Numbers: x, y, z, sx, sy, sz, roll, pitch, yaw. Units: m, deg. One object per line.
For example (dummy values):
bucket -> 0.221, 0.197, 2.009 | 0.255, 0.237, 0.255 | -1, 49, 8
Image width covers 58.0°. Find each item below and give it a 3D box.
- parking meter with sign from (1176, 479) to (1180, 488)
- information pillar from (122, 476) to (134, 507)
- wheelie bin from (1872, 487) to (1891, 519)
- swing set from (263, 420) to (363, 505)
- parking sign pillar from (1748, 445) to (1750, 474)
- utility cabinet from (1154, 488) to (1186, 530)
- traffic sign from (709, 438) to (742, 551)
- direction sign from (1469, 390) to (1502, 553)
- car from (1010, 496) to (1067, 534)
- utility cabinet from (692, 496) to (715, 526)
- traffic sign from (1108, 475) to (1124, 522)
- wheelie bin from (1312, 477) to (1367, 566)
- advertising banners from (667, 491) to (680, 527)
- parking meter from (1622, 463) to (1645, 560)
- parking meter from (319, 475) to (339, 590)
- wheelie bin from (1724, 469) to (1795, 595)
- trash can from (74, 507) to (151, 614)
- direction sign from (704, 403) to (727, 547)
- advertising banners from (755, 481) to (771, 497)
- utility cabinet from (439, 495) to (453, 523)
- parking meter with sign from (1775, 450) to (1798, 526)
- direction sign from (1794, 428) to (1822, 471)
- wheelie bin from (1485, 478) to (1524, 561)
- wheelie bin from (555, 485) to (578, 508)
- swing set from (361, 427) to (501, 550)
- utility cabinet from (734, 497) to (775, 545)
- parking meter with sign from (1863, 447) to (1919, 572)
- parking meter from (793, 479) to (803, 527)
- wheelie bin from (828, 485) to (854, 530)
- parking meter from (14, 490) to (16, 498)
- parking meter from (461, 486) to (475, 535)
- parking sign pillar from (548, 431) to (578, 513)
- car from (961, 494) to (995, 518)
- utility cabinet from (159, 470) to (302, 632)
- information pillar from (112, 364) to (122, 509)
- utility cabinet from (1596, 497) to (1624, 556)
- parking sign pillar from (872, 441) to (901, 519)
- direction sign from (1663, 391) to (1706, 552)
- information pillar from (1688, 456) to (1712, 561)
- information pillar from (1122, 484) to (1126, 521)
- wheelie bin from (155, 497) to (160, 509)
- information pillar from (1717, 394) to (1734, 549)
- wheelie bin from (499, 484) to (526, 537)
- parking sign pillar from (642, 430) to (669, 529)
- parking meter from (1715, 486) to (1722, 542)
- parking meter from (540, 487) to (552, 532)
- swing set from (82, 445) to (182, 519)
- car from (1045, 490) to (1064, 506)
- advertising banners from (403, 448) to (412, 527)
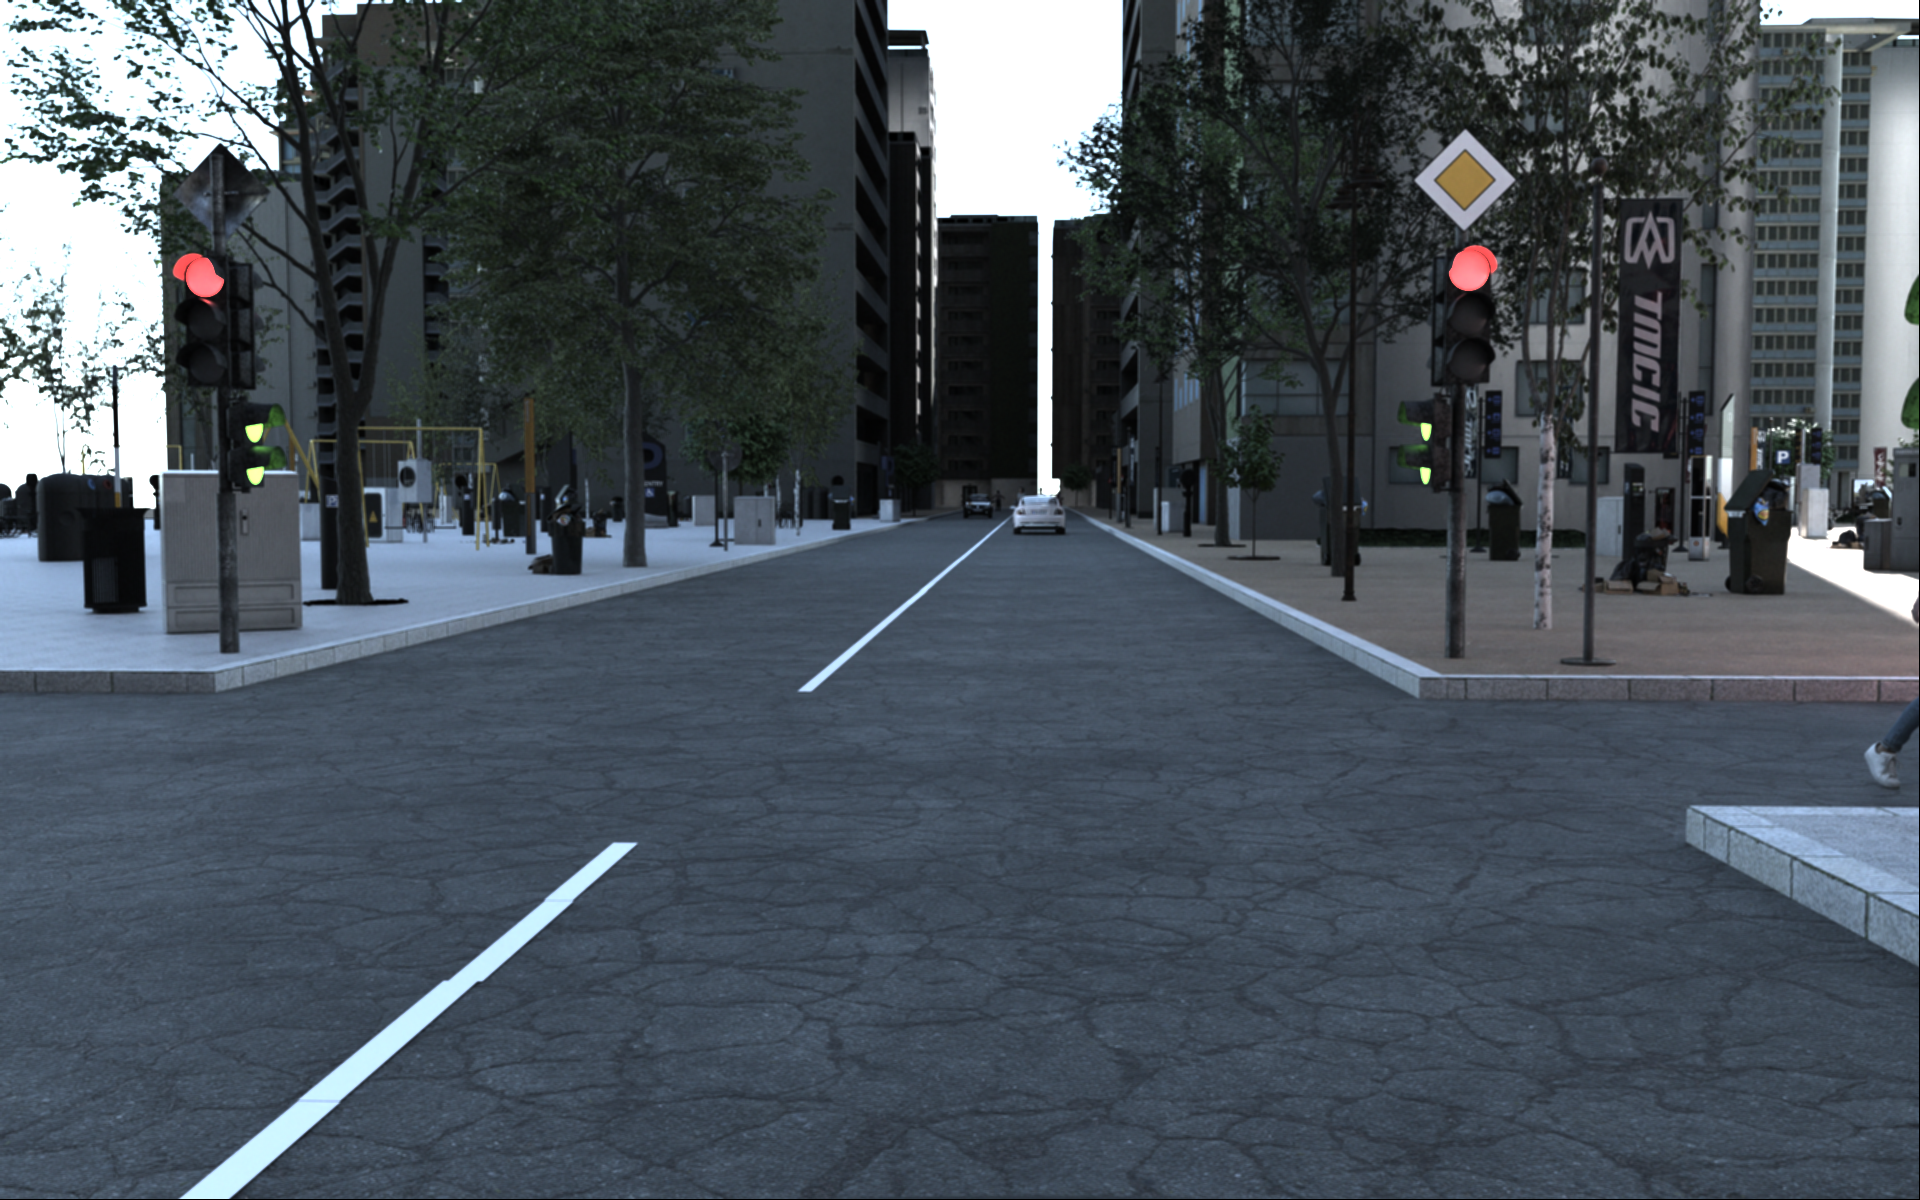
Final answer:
parking meter with sign -> 11.065, -5.464, 85.593 | 0.543, 3.016, 1.738 | -2, 4, -29
information pillar -> -33.877, -4.042, 70.570 | 0.304, 2.012, 0.304 | 2, 4, 34
wheelie bin -> 36.325, -3.687, 68.195 | 0.693, 1.594, 0.980 | 3, 5, 42
swing set -> -13.339, -2.220, 33.910 | 2.862, 2.851, 3.119 | -1, 4, -21
parking sign pillar -> 35.126, -5.454, 77.646 | 1.447, 3.967, 1.447 | 0, 4, -4
utility cabinet -> 7.434, -3.206, 61.099 | 1.173, 1.500, 0.318 | -1, 4, -12
traffic sign -> -5.278, -2.377, 38.964 | 0.768, 2.556, 0.104 | 0, 4, 6
direction sign -> 11.416, -2.817, 38.047 | 0.876, 3.537, 0.379 | 1, 4, 19
car -> 2.856, -3.090, 62.890 | 2.083, 1.381, 4.827 | 0, 4, 1
utility cabinet -> -10.237, -3.573, 69.572 | 1.020, 1.237, 0.306 | -2, 4, -34
traffic sign -> 7.333, -4.942, 80.803 | 0.884, 2.594, 0.081 | 1, 4, 11
wheelie bin -> 6.791, -1.420, 31.126 | 0.980, 1.594, 0.693 | 0, 4, -3
advertising banners -> -11.805, -4.343, 67.200 | 2.074, 3.025, 0.090 | 1, 4, 21
parking meter -> 12.690, -1.647, 32.635 | 0.255, 1.863, 0.399 | 0, 4, -1
parking meter -> -8.446, -0.917, 23.399 | 0.372, 1.533, 0.369 | 0, 3, 0
wheelie bin -> 10.296, -0.881, 22.318 | 0.693, 1.594, 0.980 | 0, 4, 1
trash can -> -9.147, -0.433, 18.734 | 0.748, 1.137, 0.748 | 0, 3, 0
direction sign -> -5.949, -3.075, 42.266 | 0.379, 3.537, 0.876 | -3, 5, -45
advertising banners -> -9.649, -5.450, 85.299 | 0.090, 3.025, 2.074 | 1, 4, 16
utility cabinet -> -22.639, -3.985, 76.312 | 0.306, 1.237, 1.020 | -2, 4, -32
parking meter with sign -> 33.204, -4.478, 69.472 | 0.543, 3.016, 1.738 | 3, 5, 39
direction sign -> 29.124, -4.131, 59.537 | 0.379, 3.537, 0.876 | -3, 5, -45
wheelie bin -> 10.509, -1.562, 33.445 | 0.693, 1.594, 0.980 | 1, 4, 21
wheelie bin -> -13.619, -3.187, 60.020 | 0.693, 1.594, 0.980 | -2, 4, -28
swing set -> -12.557, -2.633, 40.672 | 3.119, 2.851, 2.862 | -1, 4, -10
utility cabinet -> -5.197, -1.997, 43.812 | 1.020, 1.237, 0.306 | 1, 4, 16
parking meter with sign -> 15.807, -1.974, 28.539 | 0.543, 3.016, 1.738 | -2, 4, -27
parking meter -> -6.372, -3.809, 67.988 | 0.255, 1.863, 0.399 | -2, 4, -32
wheelie bin -> -4.270, -3.322, 62.229 | 0.980, 1.594, 0.693 | 0, 4, 3
parking meter -> -47.181, -4.795, 86.810 | 0.372, 1.533, 0.369 | 0, 3, 0
parking meter -> -15.349, -2.790, 54.035 | 0.372, 1.533, 0.369 | 0, 3, 0
parking sign pillar -> -17.098, -5.264, 74.534 | 1.447, 3.967, 1.447 | 2, 4, 32
car -> 1.090, -5.758, 103.936 | 2.009, 1.686, 4.222 | 0, 4, 1
utility cabinet -> -6.800, -0.458, 16.172 | 1.173, 1.500, 0.318 | -2, 4, -31
information pillar -> -15.148, -2.433, 31.128 | 0.183, 3.616, 0.504 | -2, 4, -24
utility cabinet -> 13.642, -1.513, 35.897 | 0.306, 1.237, 1.020 | -1, 4, -21
parking sign pillar -> -3.773, -6.134, 88.755 | 1.447, 3.967, 1.447 | 1, 4, 21
direction sign -> 15.981, -2.831, 38.284 | 0.876, 3.537, 0.379 | 3, 5, 43
information pillar -> 14.194, -1.757, 33.215 | 0.304, 2.012, 0.304 | 3, 5, 44
information pillar -> 7.719, -4.766, 82.413 | 0.304, 2.012, 0.304 | 1, 4, 13
wheelie bin -> -31.764, -3.767, 69.495 | 0.693, 1.594, 0.980 | 1, 4, 9
information pillar -> 17.827, -2.996, 40.335 | 0.504, 3.616, 0.183 | -3, 4, -37
wheelie bin -> -13.403, -2.694, 51.953 | 0.693, 1.594, 0.980 | 1, 4, 12
parking sign pillar -> -11.677, -4.678, 64.962 | 1.447, 3.967, 1.447 | -1, 4, -17
parking meter -> 20.400, -2.318, 46.310 | 0.372, 1.533, 0.369 | 0, 3, 0
parking meter -> -13.916, -3.047, 58.227 | 0.372, 1.533, 0.369 | 0, 3, 0
swing set -> -26.566, -3.533, 55.378 | 3.119, 2.851, 2.862 | -2, 4, -23
car -> 7.534, -8.235, 143.686 | 2.155, 1.783, 4.494 | 0, 4, 4
advertising banners -> -20.847, -4.196, 64.788 | 0.090, 3.025, 2.074 | 0, 4, 6
